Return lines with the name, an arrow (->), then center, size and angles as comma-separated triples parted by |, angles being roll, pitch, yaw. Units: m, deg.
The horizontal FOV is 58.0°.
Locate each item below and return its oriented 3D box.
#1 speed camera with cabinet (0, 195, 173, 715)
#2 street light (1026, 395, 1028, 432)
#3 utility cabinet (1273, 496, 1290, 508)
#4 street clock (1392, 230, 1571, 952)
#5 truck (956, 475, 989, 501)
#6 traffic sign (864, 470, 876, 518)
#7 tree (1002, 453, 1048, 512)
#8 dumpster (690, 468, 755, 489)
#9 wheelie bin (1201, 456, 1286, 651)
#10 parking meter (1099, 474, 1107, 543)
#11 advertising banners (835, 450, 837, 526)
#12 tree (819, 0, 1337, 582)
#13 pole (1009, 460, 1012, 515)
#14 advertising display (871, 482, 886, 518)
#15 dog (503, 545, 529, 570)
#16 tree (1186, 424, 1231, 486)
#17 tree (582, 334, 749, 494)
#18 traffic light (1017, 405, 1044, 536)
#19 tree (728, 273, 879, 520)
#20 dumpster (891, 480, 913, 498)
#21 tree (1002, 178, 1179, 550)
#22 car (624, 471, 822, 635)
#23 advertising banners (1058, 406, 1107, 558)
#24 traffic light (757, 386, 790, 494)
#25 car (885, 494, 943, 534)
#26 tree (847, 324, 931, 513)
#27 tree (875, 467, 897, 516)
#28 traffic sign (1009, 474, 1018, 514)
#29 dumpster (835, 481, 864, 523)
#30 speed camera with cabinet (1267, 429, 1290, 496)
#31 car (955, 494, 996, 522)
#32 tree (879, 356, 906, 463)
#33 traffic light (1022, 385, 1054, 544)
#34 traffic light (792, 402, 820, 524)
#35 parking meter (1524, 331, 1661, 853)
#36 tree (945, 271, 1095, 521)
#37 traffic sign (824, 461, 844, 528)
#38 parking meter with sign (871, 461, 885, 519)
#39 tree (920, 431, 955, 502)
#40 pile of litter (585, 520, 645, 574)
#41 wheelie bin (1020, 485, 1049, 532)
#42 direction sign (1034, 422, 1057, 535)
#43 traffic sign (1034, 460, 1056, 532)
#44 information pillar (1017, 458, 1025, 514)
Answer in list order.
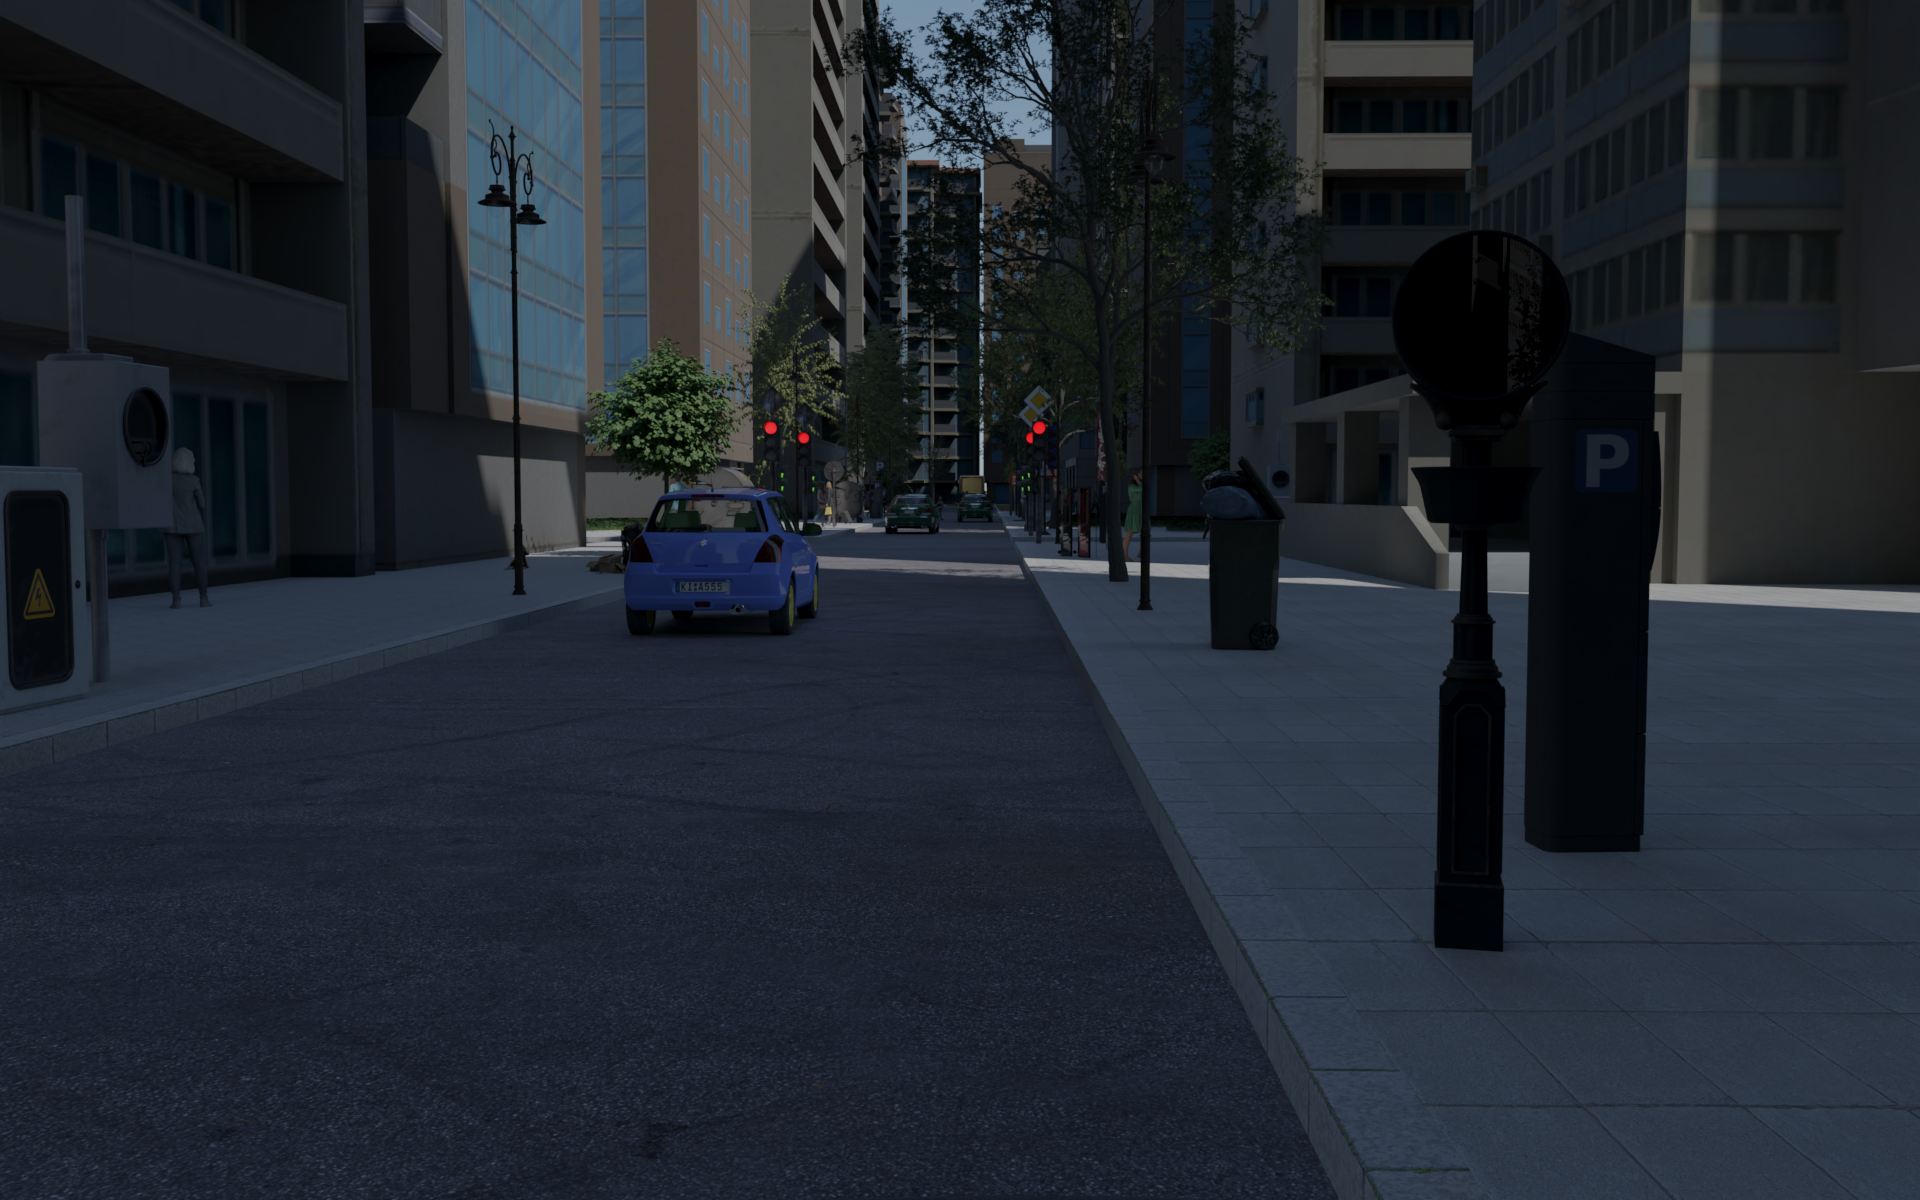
speed camera with cabinet -> -5.744, -1.012, 10.890 | 0.660, 3.252, 2.038 | 0, 4, 4
street light -> 2.946, -6.313, 76.009 | 0.468, 5.910, 1.993 | 0, 4, 1
utility cabinet -> 8.677, -2.094, 45.390 | 1.020, 1.237, 0.306 | 0, 4, -5
street clock -> 1.454, -0.020, 4.901 | 0.471, 2.002, 0.358 | 1, 4, 14
truck -> 1.247, -11.146, 178.154 | 3.469, 3.379, 9.791 | 0, 4, 1
traffic sign -> -4.823, -5.679, 92.852 | 0.884, 2.594, 0.081 | 0, 4, 7
tree -> 4.761, -8.617, 124.598 | 4.285, 4.588, 4.351 | 0, 3, 0
dumpster -> -5.353, -2.024, 38.850 | 1.264, 1.857, 1.865 | 0, 4, 1
wheelie bin -> 2.349, -0.399, 14.438 | 0.693, 1.594, 0.980 | 0, 4, 7
parking meter -> 3.826, -2.405, 45.025 | 0.399, 1.863, 0.255 | 2, 4, 33
advertising banners -> -5.041, -4.530, 70.260 | 0.090, 3.025, 2.074 | 0, 4, -6
tree -> 2.012, -5.554, 25.215 | 7.601, 10.594, 8.767 | 1, 4, 20
pole -> 3.053, -6.722, 103.743 | 0.158, 3.312, 0.155 | 0, 3, 0
advertising display -> -4.464, -5.430, 93.988 | 0.974, 1.923, 0.123 | -2, 4, -28
dog -> -7.635, -0.733, 29.716 | 0.550, 0.427, 0.748 | 3, 5, 45
tree -> 12.274, -5.961, 81.168 | 4.285, 4.588, 4.351 | 0, 3, 0
tree -> -5.937, -3.169, 35.528 | 4.285, 4.588, 4.351 | 0, 3, 0
traffic light -> 2.147, -3.905, 52.761 | 0.839, 4.253, 0.868 | 0, 4, 1
tree -> -6.079, -6.632, 58.799 | 4.737, 8.622, 4.395 | 0, 3, 0
dumpster -> -4.116, -7.390, 123.313 | 1.502, 2.255, 1.985 | 0, 4, 1
tree -> 3.221, -5.455, 39.547 | 4.737, 8.622, 4.395 | 0, 3, 0
car -> -2.511, -0.570, 18.912 | 1.945, 1.707, 3.694 | 0, 4, 1
advertising banners -> 2.497, -2.370, 34.934 | 0.090, 3.025, 2.074 | -2, 4, -24
traffic light -> -4.842, -3.422, 44.871 | 0.839, 4.253, 0.868 | 0, 4, 1
car -> -1.729, -3.163, 63.515 | 2.131, 1.459, 4.920 | 0, 4, 2
tree -> -5.474, -12.078, 115.607 | 7.486, 12.596, 7.792 | 0, 3, 0
tree -> -4.708, -6.580, 102.180 | 1.663, 3.219, 1.824 | 0, 3, 0
traffic sign -> 3.497, -6.783, 111.015 | 0.768, 2.556, 0.104 | 0, 4, 5
dumpster -> -4.961, -4.358, 77.015 | 1.264, 1.857, 1.865 | 0, 4, 1
speed camera with cabinet -> 8.985, -3.556, 52.474 | 2.038, 3.252, 0.660 | 0, 4, 3
car -> 0.787, -4.739, 89.282 | 2.131, 1.459, 4.920 | 0, 4, 1
tree -> -4.818, -8.305, 86.149 | 4.737, 8.622, 4.395 | 0, 3, 0
traffic light -> 2.019, -3.416, 44.777 | 0.839, 4.253, 0.868 | 0, 4, 1
traffic light -> -4.713, -3.910, 52.855 | 0.839, 4.253, 0.868 | 0, 4, 1
parking meter -> 2.286, -0.034, 6.267 | 0.399, 1.863, 0.255 | 0, 4, -3
tree -> 3.050, -9.529, 81.549 | 9.928, 11.665, 9.643 | 0, 3, 0
traffic sign -> -4.833, -4.051, 66.333 | 0.768, 2.556, 0.104 | 0, 4, 5
parking meter with sign -> -4.355, -5.832, 91.615 | 0.543, 3.016, 1.738 | 0, 4, 7
tree -> -2.914, -15.402, 202.188 | 4.360, 8.622, 3.978 | 0, 3, 0
pile of litter -> -5.638, -0.895, 28.593 | 1.176, 0.858, 1.719 | 1, 4, 11
wheelie bin -> 2.577, -3.146, 59.339 | 0.980, 1.594, 0.693 | 0, 4, -6
direction sign -> 2.661, -3.805, 54.213 | 0.876, 3.537, 0.379 | -1, 4, -10
traffic sign -> 2.642, -3.401, 55.607 | 0.884, 2.594, 0.081 | 0, 4, 7
information pillar -> 4.016, -7.449, 113.147 | 0.504, 3.616, 0.183 | -2, 4, -24
